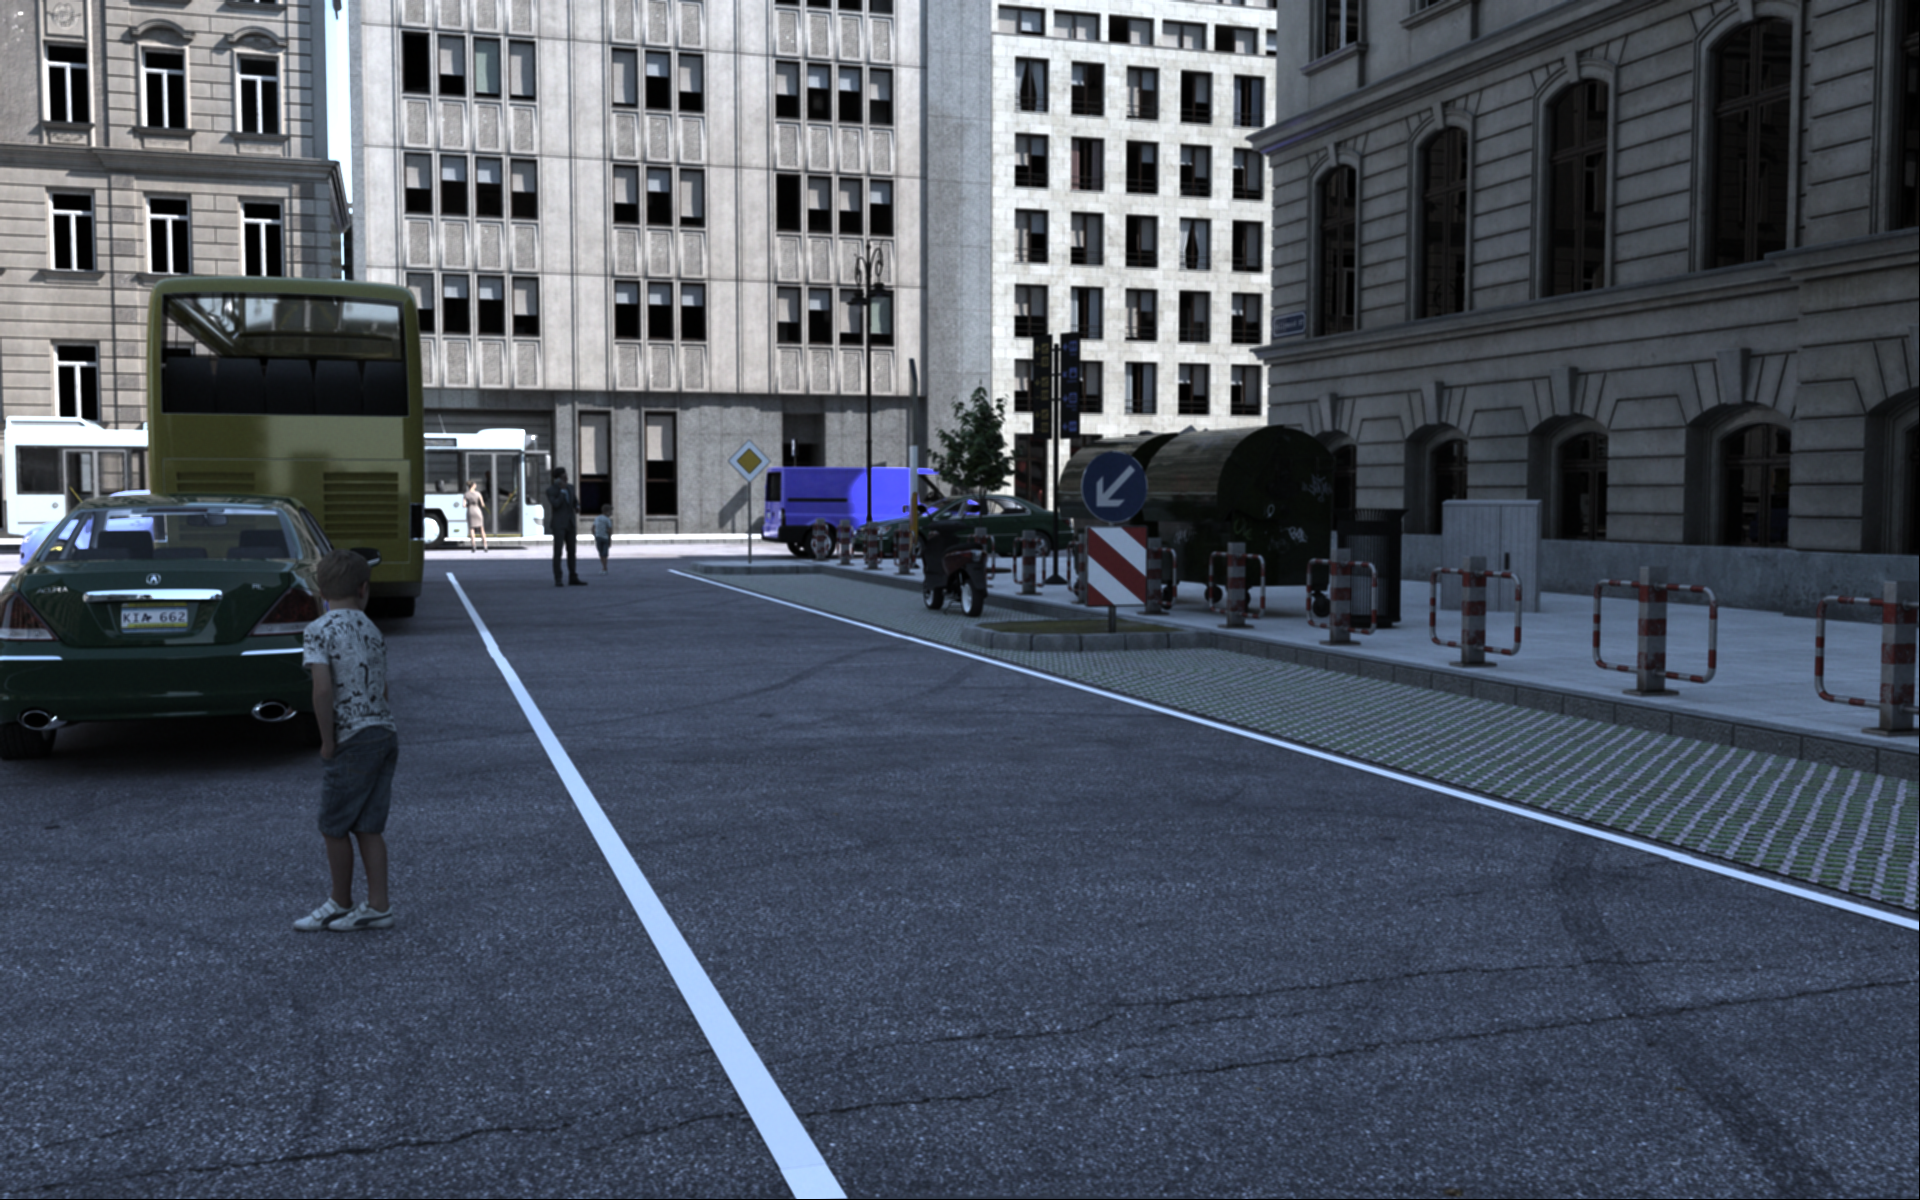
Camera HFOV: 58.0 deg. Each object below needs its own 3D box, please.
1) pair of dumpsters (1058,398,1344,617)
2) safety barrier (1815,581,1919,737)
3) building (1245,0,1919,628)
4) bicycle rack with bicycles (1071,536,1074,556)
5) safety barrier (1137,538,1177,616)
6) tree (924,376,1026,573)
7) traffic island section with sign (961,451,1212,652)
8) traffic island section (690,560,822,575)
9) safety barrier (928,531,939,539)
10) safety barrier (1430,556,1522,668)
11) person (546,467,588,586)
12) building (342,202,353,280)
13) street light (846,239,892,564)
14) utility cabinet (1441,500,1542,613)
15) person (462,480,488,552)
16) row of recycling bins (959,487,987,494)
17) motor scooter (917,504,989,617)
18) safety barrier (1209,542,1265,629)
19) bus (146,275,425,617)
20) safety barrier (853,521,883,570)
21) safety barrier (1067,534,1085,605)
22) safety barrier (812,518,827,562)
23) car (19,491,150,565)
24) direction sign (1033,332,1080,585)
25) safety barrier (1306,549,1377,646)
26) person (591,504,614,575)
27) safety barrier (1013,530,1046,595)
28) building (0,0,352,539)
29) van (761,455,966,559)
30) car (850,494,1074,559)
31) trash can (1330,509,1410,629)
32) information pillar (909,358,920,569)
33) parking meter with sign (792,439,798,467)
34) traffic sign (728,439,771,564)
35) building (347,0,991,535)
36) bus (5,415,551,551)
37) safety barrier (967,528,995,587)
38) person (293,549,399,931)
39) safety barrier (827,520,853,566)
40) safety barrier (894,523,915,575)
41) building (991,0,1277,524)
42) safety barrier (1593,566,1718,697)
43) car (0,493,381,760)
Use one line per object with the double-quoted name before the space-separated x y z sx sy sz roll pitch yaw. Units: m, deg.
"pair of dumpsters" 2.632 -1.054 19.733 1.574 2.255 4.437 -1 4 -18
"safety barrier" 5.005 0.308 9.236 0.300 0.817 1.120 -1 4 -18
"building" 15.347 -11.970 14.797 14.460 24.649 34.723 -1 4 -18
"bicycle rack with bicycles" 3.423 -1.214 33.227 2.925 0.926 2.852 -2 4 -27
"safety barrier" 2.053 -0.251 18.384 0.300 0.817 1.120 -1 4 -18
"tree" 0.436 -2.074 28.513 1.663 3.219 1.824 0 3 0
"traffic island section with sign" 1.089 -0.488 16.614 1.989 1.847 2.006 -1 4 -18
"traffic island section" -3.862 -0.595 32.006 2.009 0.180 2.903 -1 4 -18
"safety barrier" -0.297 -0.698 25.683 0.300 0.817 1.120 -1 4 -18
"safety barrier" 3.826 0.085 12.893 0.300 0.817 1.120 -1 4 -18
"person" -6.108 -1.143 27.000 0.447 1.846 0.655 3 4 36
"building" -65.733 -32.315 220.233 23.993 40.220 32.217 -1 4 -18
"street light" -1.661 -3.598 31.613 0.468 5.910 1.993 -1 4 -18
"utility cabinet" 5.829 -0.480 19.017 1.020 1.237 0.306 2 4 26
"person" -11.915 -2.062 42.551 0.599 1.781 0.374 -1 4 -19
"row of recycling bins" 0.219 -2.891 54.379 1.069 1.692 3.534 0 4 -5
"motor scooter" -0.075 -0.484 20.697 0.815 1.314 1.986 -1 4 -19
"safety barrier" 2.642 -0.140 16.559 0.300 0.817 1.120 -1 4 -18
"bus" -8.417 -1.901 22.632 2.896 3.916 12.252 -1 4 -18
"safety barrier" -1.478 -0.922 29.347 0.300 0.817 1.120 -1 4 -18
"safety barrier" 1.467 -0.363 20.209 0.300 0.817 1.120 -1 4 -18
"safety barrier" -2.656 -1.145 32.995 0.300 0.817 1.120 -1 4 -18
"car" -15.066 -1.344 31.570 3.694 1.707 1.945 -1 4 -18
"direction sign" 1.362 -1.993 24.576 0.379 3.537 0.876 -3 5 -44
"safety barrier" 3.235 -0.027 14.722 0.300 0.817 1.120 -1 4 -18
"person" -6.375 -1.084 30.906 0.352 1.250 0.332 -3 5 -44
"safety barrier" 0.879 -0.475 22.033 0.300 0.817 1.120 -1 4 -18
"building" -31.987 -15.644 53.036 25.104 27.353 12.463 -1 4 -18
"van" -1.817 -2.152 39.571 5.245 2.365 2.240 -1 4 -19
"car" 0.063 -1.549 37.128 4.920 1.459 2.131 -1 4 -18
"trash can" 3.941 -0.308 16.696 0.748 1.137 0.748 0 3 0
"information pillar" -0.801 -2.350 29.783 0.183 3.616 0.504 -1 4 -9
"parking meter with sign" -4.427 -3.591 54.966 1.738 3.016 0.543 -1 4 -17
"traffic sign" -3.883 -1.730 31.922 0.795 2.450 0.064 -1 4 -18
"building" -10.268 -14.769 59.503 19.932 24.808 12.078 -1 4 -18
"bus" -16.601 -3.010 44.070 13.247 3.499 2.948 -1 4 -19
"safety barrier" 0.286 -0.586 23.857 0.300 0.817 1.120 -1 4 -18
"person" -2.018 0.459 5.682 0.332 1.250 0.352 -2 4 -30
"safety barrier" -2.068 -1.033 31.171 0.300 0.817 1.120 -1 4 -18
"safety barrier" -0.886 -0.809 27.507 0.300 0.817 1.120 -1 4 -18
"building" 7.476 -12.848 64.824 16.860 20.320 10.420 -1 4 -18
"safety barrier" 4.422 0.196 11.063 0.300 0.817 1.120 -1 4 -18
"car" -4.785 0.051 10.962 2.131 1.459 4.920 -1 4 -18
